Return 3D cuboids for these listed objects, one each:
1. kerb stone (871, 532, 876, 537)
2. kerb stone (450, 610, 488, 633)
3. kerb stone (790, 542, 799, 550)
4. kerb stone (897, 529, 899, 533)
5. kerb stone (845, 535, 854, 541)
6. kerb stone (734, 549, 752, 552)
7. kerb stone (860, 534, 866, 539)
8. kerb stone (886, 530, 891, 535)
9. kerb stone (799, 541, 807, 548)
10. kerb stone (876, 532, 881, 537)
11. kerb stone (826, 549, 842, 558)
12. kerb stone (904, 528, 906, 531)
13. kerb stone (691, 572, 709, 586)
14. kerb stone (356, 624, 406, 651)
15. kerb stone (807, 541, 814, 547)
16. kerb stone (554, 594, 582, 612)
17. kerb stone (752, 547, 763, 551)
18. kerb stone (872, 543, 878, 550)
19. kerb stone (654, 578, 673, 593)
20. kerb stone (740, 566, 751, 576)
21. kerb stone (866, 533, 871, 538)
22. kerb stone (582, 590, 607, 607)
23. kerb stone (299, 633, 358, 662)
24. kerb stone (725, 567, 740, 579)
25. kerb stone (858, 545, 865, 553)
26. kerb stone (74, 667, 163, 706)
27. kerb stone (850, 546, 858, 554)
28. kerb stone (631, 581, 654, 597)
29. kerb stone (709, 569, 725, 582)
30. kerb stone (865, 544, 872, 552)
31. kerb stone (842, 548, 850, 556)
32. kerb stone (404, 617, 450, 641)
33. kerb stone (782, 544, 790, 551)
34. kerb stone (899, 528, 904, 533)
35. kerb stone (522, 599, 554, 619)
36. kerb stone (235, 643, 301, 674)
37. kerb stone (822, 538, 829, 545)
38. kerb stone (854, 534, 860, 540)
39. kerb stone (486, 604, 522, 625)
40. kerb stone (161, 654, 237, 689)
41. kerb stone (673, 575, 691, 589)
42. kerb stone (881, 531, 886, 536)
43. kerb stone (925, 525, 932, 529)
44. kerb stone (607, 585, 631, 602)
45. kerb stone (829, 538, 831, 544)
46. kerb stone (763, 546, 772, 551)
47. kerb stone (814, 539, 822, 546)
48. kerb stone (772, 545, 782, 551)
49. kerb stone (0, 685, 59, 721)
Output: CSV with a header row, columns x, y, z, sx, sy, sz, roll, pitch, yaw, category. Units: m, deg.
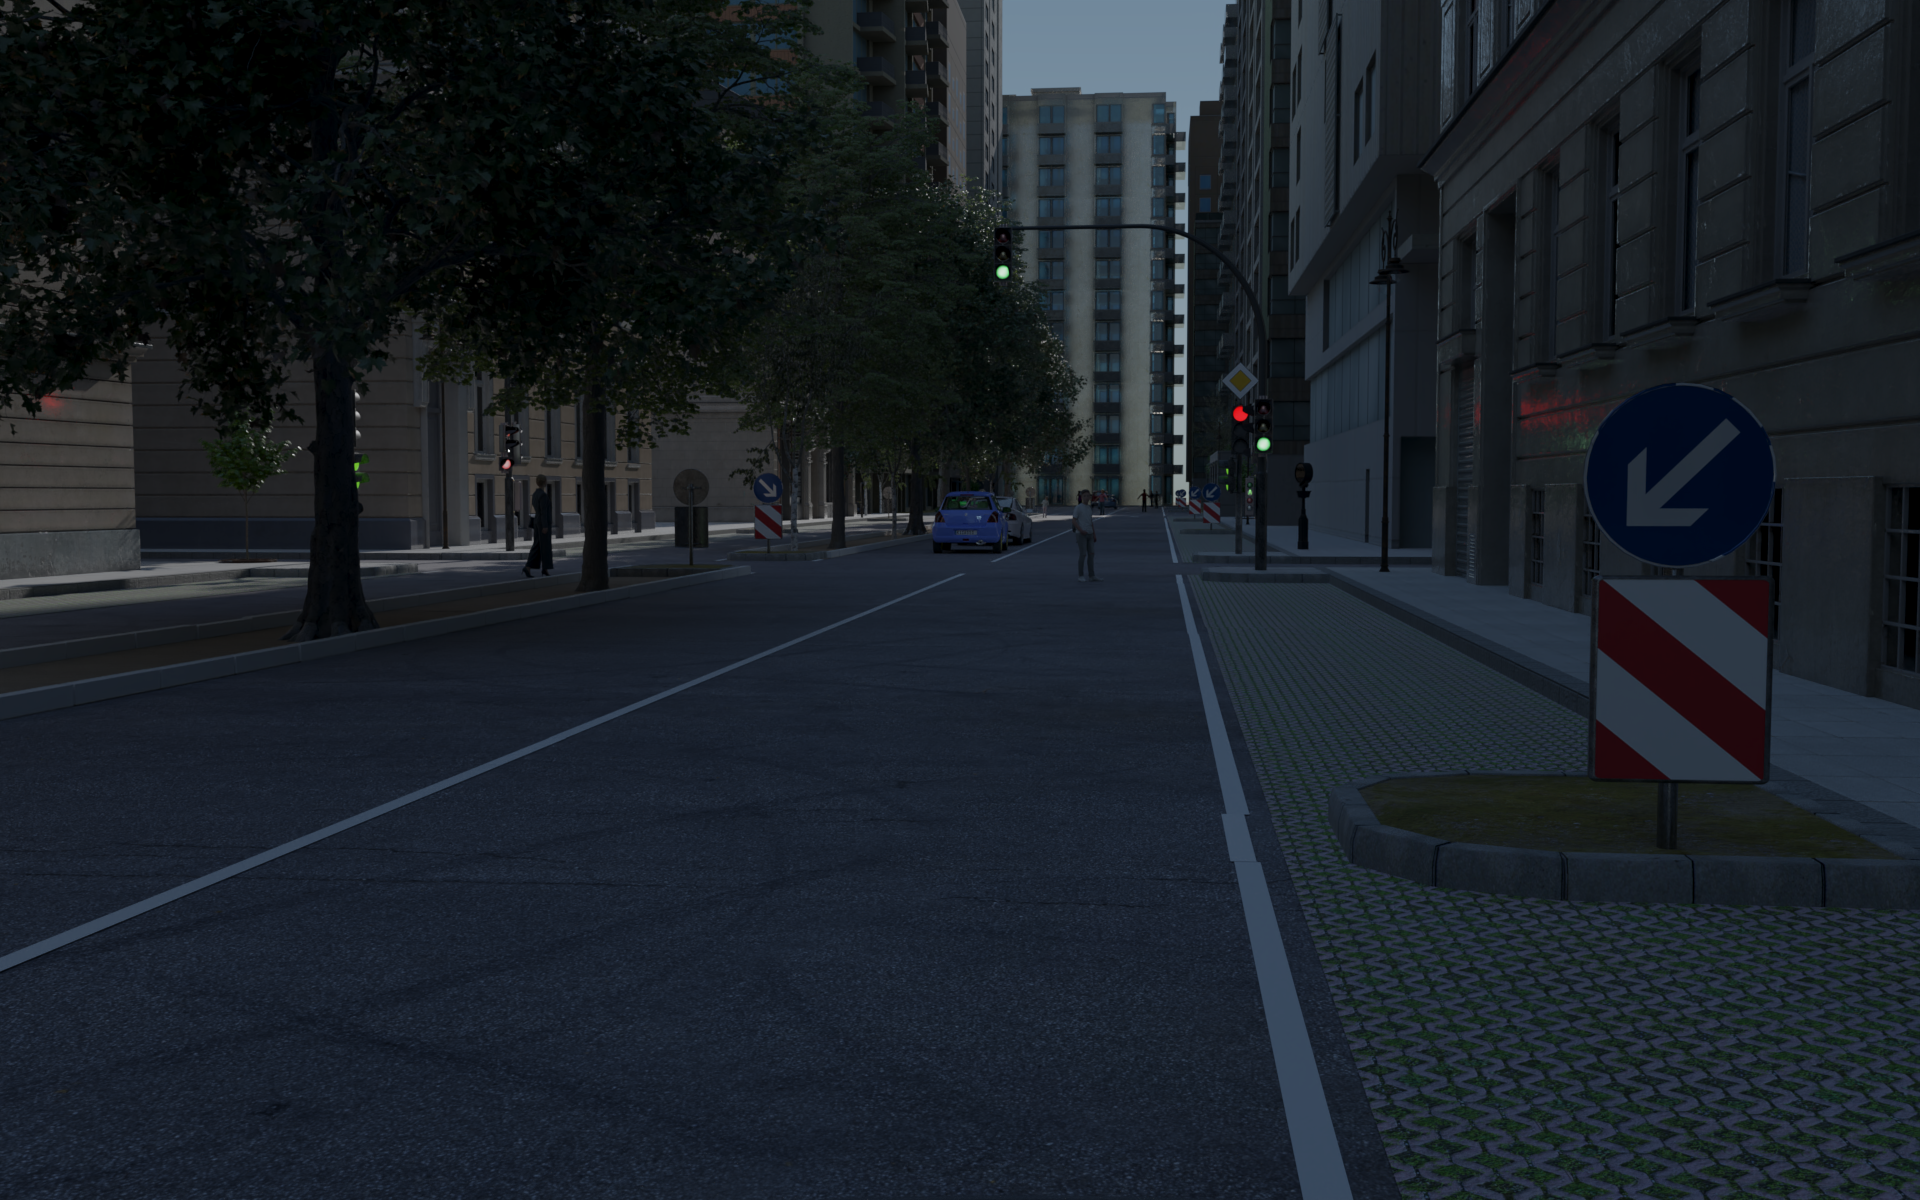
x,y,z,sx,sy,sz,roll,pitch,yaw,category
-2.965,-2.113,56.748,0.120,0.150,1.000,0,4,7,kerb stone
-5.275,0.241,18.327,0.120,0.150,1.000,0,4,7,kerb stone
-4.372,-1.363,44.538,0.120,0.150,1.000,0,4,7,kerb stone
-2.390,-2.425,61.838,0.120,0.150,1.000,0,4,7,kerb stone
-3.443,-1.864,52.677,0.120,0.150,1.000,0,4,7,kerb stone
-4.961,-1.054,39.434,0.120,0.150,1.000,0,4,7,kerb stone
-3.201,-1.987,54.717,0.120,0.150,1.000,0,4,7,kerb stone
-2.616,-2.297,59.802,0.120,0.150,1.000,0,4,7,kerb stone
-4.259,-1.429,45.557,0.120,0.150,1.000,0,4,7,kerb stone
-2.859,-2.175,57.765,0.120,0.150,1.000,0,4,7,kerb stone
-2.882,-1.039,39.195,0.120,0.150,1.000,0,4,7,kerb stone
-2.148,-2.549,63.874,0.120,0.150,1.000,0,4,7,kerb stone
-4.218,-0.324,27.498,0.120,0.150,1.000,0,4,7,kerb stone
-5.507,0.362,16.285,0.120,0.150,1.000,0,4,7,kerb stone
-4.146,-1.489,46.573,0.120,0.150,1.000,0,4,7,kerb stone
-4.923,0.052,21.380,0.120,0.150,1.000,0,4,7,kerb stone
-4.843,-1.114,40.453,0.120,0.150,1.000,0,4,7,kerb stone
-2.293,-1.351,44.286,0.120,0.150,1.000,0,4,7,kerb stone
-4.451,-0.198,25.459,0.120,0.150,1.000,0,4,7,kerb stone
-3.865,-0.509,30.553,0.120,0.150,1.000,0,4,7,kerb stone
-3.086,-2.051,55.733,0.120,0.150,1.000,0,4,7,kerb stone
-4.809,-0.012,22.397,0.120,0.150,1.000,0,4,7,kerb stone
-5.619,0.427,15.263,0.120,0.150,1.000,0,4,7,kerb stone
-3.982,-0.449,29.532,0.120,0.150,1.000,0,4,7,kerb stone
-2.525,-1.227,42.254,0.120,0.150,1.000,0,4,7,kerb stone
-5.980,0.614,12.207,0.120,0.150,1.000,0,4,7,kerb stone
-2.643,-1.163,41.239,0.120,0.150,1.000,0,4,7,kerb stone
-4.566,-0.137,24.443,0.120,0.150,1.000,0,4,7,kerb stone
-4.102,-0.386,28.513,0.120,0.150,1.000,0,4,7,kerb stone
-2.405,-1.289,43.270,0.120,0.150,1.000,0,4,7,kerb stone
-2.757,-1.103,40.223,0.120,0.150,1.000,0,4,7,kerb stone
-5.386,0.299,17.306,0.120,0.150,1.000,0,4,7,kerb stone
-4.493,-1.304,43.513,0.120,0.150,1.000,0,4,7,kerb stone
-2.274,-2.481,62.856,0.120,0.150,1.000,0,4,7,kerb stone
-5.036,0.114,20.365,0.120,0.150,1.000,0,4,7,kerb stone
-5.744,0.492,14.242,0.120,0.150,1.000,0,4,7,kerb stone
-3.910,-1.614,48.604,0.120,0.150,1.000,0,4,7,kerb stone
-3.322,-1.926,53.697,0.120,0.150,1.000,0,4,7,kerb stone
-5.158,0.175,19.342,0.120,0.150,1.000,0,4,7,kerb stone
-5.863,0.554,13.222,0.120,0.150,1.000,0,4,7,kerb stone
-4.340,-0.262,26.475,0.120,0.150,1.000,0,4,7,kerb stone
-2.732,-2.238,58.786,0.120,0.150,1.000,0,4,7,kerb stone
-1.216,-3.047,72.027,0.120,0.150,1.000,0,4,7,kerb stone
-4.690,-0.070,23.418,0.120,0.150,1.000,0,4,7,kerb stone
-3.792,-1.677,49.620,0.120,0.150,1.000,0,4,7,kerb stone
-4.726,-1.179,41.474,0.120,0.150,1.000,0,4,7,kerb stone
-4.027,-1.551,47.588,0.120,0.150,1.000,0,4,7,kerb stone
-4.609,-1.239,42.493,0.120,0.150,1.000,0,4,7,kerb stone
-6.092,0.675,11.181,0.120,0.150,1.000,0,4,7,kerb stone
